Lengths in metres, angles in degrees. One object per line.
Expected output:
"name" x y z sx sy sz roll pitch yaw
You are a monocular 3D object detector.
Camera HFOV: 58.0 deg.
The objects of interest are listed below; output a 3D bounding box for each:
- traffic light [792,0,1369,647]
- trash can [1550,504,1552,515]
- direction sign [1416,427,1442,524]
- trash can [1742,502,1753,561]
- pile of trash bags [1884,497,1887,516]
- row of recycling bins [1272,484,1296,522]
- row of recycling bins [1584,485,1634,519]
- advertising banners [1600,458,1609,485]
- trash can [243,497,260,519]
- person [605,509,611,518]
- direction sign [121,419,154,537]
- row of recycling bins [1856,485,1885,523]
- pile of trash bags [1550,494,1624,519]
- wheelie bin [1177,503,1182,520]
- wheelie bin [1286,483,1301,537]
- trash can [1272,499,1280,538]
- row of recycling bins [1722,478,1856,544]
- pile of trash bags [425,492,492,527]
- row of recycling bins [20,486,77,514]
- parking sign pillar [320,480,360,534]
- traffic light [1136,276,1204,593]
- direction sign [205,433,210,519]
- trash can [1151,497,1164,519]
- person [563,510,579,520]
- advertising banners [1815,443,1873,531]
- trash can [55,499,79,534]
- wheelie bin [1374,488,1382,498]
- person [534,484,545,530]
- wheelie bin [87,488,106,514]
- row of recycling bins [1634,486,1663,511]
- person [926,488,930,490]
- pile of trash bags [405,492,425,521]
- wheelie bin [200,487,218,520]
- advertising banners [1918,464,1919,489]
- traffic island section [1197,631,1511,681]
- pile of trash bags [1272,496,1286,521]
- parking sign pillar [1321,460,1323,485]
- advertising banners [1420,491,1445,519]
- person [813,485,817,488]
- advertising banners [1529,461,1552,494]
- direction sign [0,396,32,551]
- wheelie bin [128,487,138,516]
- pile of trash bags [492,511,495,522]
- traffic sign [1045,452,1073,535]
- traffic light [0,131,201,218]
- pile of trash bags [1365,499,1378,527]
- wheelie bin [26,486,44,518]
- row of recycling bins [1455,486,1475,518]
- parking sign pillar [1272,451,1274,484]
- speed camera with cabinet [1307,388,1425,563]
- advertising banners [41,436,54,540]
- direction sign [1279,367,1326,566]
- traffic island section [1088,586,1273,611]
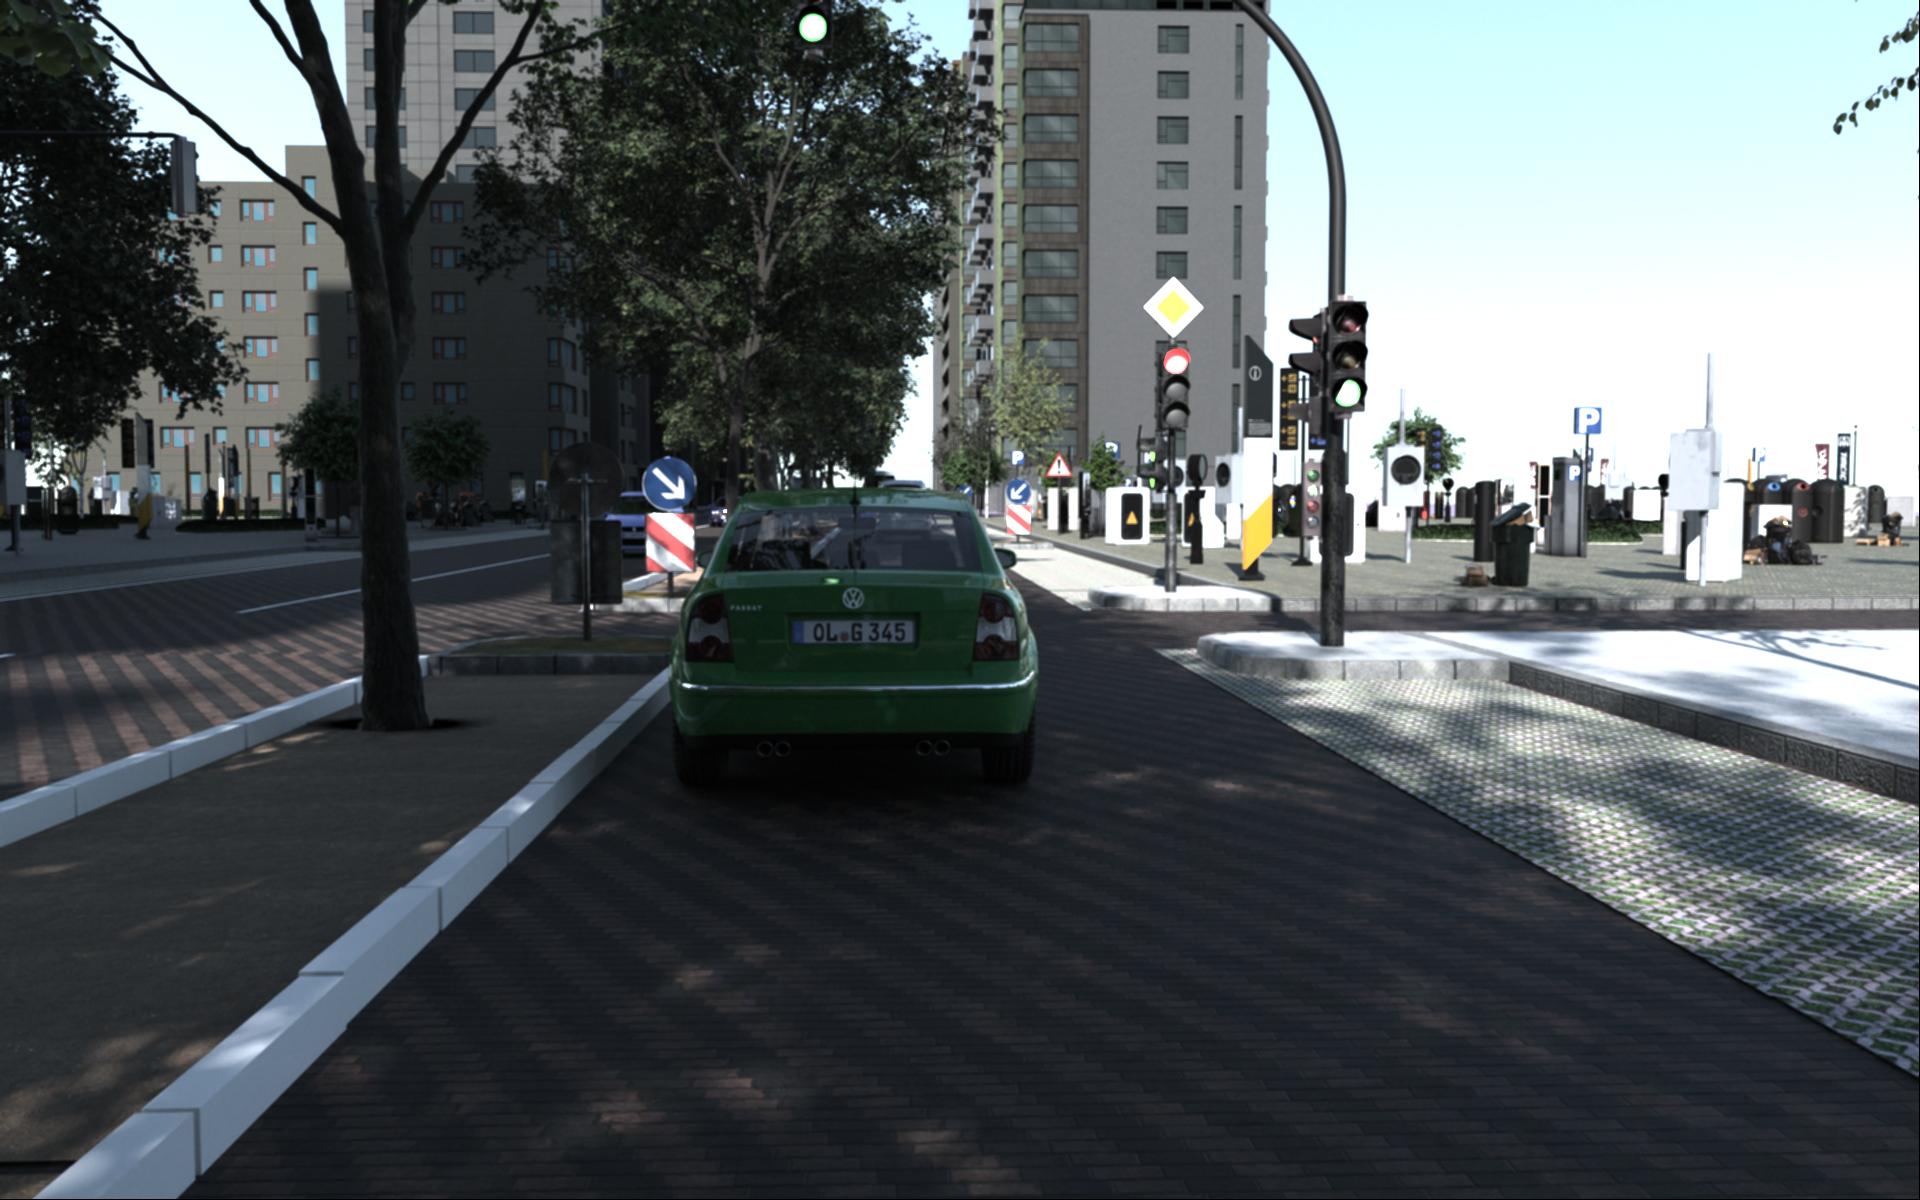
"traffic light" 1.033 -2.424 14.307 4.771 5.953 1.251 0 4 -3
"trash can" 23.724 -3.487 68.660 0.748 1.137 0.748 0 3 0
"direction sign" 15.949 -4.098 58.993 0.876 3.537 0.379 0 4 -7
"trash can" 14.791 -1.318 33.211 0.748 1.137 0.748 0 3 0
"pile of trash bags" 43.849 -4.490 83.166 1.912 1.369 3.447 2 4 32
"row of recycling bins" 12.880 -3.812 69.445 1.069 1.692 3.534 -3 5 -39
"row of recycling bins" 28.481 -4.317 77.698 3.534 1.692 1.069 -2 4 -30
"advertising banners" 30.966 -5.427 84.922 2.074 3.025 0.090 -1 4 -19
"trash can" -32.739 -4.186 80.094 0.748 1.137 0.748 0 3 0
"person" -16.485 -4.461 81.613 0.709 1.800 0.728 2 4 33
"direction sign" -24.787 -3.686 52.264 0.876 3.537 0.379 -2 4 -26
"row of recycling bins" 39.518 -4.313 77.630 3.534 1.692 1.069 3 5 43
"pile of trash bags" 22.195 -3.202 62.102 1.912 1.369 3.447 -3 5 -40
"wheelie bin" 9.800 -4.255 77.476 0.980 1.594 0.693 -1 4 -18
"wheelie bin" 10.131 -2.661 51.420 0.693 1.594 0.980 2 4 31
"trash can" 8.986 -2.386 50.667 0.748 1.137 0.748 0 3 0
"row of recycling bins" 21.379 -2.329 45.200 3.534 1.692 1.069 -1 4 -13
"pile of trash bags" -20.011 -3.637 69.215 1.912 1.369 3.447 -1 4 -8
"row of recycling bins" -46.663 -4.978 88.499 3.534 1.692 1.069 1 4 17
"parking sign pillar" -19.869 -4.116 55.771 1.447 3.967 1.447 2 4 32
"traffic light" 2.735 -2.055 22.524 0.839 4.253 0.868 0 4 -3
"direction sign" -28.254 -4.471 65.100 0.379 3.537 0.876 -2 4 -32
"trash can" 10.252 -4.777 89.756 0.748 1.137 0.748 0 3 0
"person" -9.698 -2.123 43.401 0.537 1.800 0.526 -2 4 -27
"advertising banners" 30.563 -3.900 59.954 2.074 3.025 0.090 0 4 -2
"trash can" -28.458 -2.664 55.214 0.748 1.137 0.748 0 3 0
"wheelie bin" 22.334 -5.112 91.488 0.693 1.594 0.980 -2 4 -28
"person" -16.717 -3.703 68.852 0.447 1.846 0.655 -1 4 -9
"wheelie bin" -45.118 -5.050 90.471 0.693 1.594 0.980 2 4 32
"row of recycling bins" 35.665 -5.146 91.247 3.534 1.692 1.069 -1 4 -18
"person" -1.378 -4.199 77.988 0.563 1.720 0.643 -3 5 -44
"pile of trash bags" -26.536 -4.452 82.549 1.912 1.369 3.447 1 4 20
"wheelie bin" -34.533 -4.390 79.692 0.693 1.594 0.980 -3 4 -37
"advertising banners" 56.029 -6.337 99.800 0.090 3.025 2.074 -1 4 -18
"traffic island section" 3.159 0.466 14.664 2.009 0.180 2.903 0 4 -3
"pile of trash bags" 11.338 -3.195 61.992 3.447 1.369 1.912 2 4 28
"parking sign pillar" 20.387 -6.546 95.496 1.447 3.967 1.447 -2 4 -24
"advertising banners" 23.714 -5.622 88.114 2.074 3.025 0.090 -1 4 -10
"person" -6.557 -4.266 78.259 0.555 1.821 0.388 -1 4 -22
"advertising banners" 31.418 -5.915 92.902 2.074 3.025 0.090 -1 4 -13
"direction sign" -21.465 -2.886 39.175 0.876 3.537 0.379 -3 5 -42
"wheelie bin" -38.728 -4.508 81.608 0.980 1.594 0.693 2 4 25
"pile of trash bags" -22.403 -4.262 79.441 1.912 1.369 3.447 -1 4 -18
"traffic sign" 3.070 -3.285 53.719 0.884 2.594 0.081 0 4 0
"traffic light" -12.071 -2.885 21.834 4.771 5.953 1.251 0 4 -3
"pile of trash bags" 15.855 -3.597 68.570 1.912 1.369 3.447 0 4 7
"wheelie bin" -36.581 -3.702 68.437 0.980 1.594 0.693 -2 4 -29
"row of recycling bins" 27.895 -5.214 92.363 1.069 1.692 3.534 -2 4 -34
"parking sign pillar" 13.583 -5.479 78.046 1.447 3.967 1.447 -2 4 -29
"speed camera with cabinet" 7.528 -2.312 32.140 2.038 3.252 0.660 0 4 4
"advertising banners" -25.539 -3.198 48.480 0.090 3.025 2.074 -3 4 -36
"direction sign" 6.126 -2.382 30.939 0.876 3.537 0.379 2 4 27
"traffic island section" 2.776 -0.022 22.640 2.009 0.180 2.903 0 4 -3
